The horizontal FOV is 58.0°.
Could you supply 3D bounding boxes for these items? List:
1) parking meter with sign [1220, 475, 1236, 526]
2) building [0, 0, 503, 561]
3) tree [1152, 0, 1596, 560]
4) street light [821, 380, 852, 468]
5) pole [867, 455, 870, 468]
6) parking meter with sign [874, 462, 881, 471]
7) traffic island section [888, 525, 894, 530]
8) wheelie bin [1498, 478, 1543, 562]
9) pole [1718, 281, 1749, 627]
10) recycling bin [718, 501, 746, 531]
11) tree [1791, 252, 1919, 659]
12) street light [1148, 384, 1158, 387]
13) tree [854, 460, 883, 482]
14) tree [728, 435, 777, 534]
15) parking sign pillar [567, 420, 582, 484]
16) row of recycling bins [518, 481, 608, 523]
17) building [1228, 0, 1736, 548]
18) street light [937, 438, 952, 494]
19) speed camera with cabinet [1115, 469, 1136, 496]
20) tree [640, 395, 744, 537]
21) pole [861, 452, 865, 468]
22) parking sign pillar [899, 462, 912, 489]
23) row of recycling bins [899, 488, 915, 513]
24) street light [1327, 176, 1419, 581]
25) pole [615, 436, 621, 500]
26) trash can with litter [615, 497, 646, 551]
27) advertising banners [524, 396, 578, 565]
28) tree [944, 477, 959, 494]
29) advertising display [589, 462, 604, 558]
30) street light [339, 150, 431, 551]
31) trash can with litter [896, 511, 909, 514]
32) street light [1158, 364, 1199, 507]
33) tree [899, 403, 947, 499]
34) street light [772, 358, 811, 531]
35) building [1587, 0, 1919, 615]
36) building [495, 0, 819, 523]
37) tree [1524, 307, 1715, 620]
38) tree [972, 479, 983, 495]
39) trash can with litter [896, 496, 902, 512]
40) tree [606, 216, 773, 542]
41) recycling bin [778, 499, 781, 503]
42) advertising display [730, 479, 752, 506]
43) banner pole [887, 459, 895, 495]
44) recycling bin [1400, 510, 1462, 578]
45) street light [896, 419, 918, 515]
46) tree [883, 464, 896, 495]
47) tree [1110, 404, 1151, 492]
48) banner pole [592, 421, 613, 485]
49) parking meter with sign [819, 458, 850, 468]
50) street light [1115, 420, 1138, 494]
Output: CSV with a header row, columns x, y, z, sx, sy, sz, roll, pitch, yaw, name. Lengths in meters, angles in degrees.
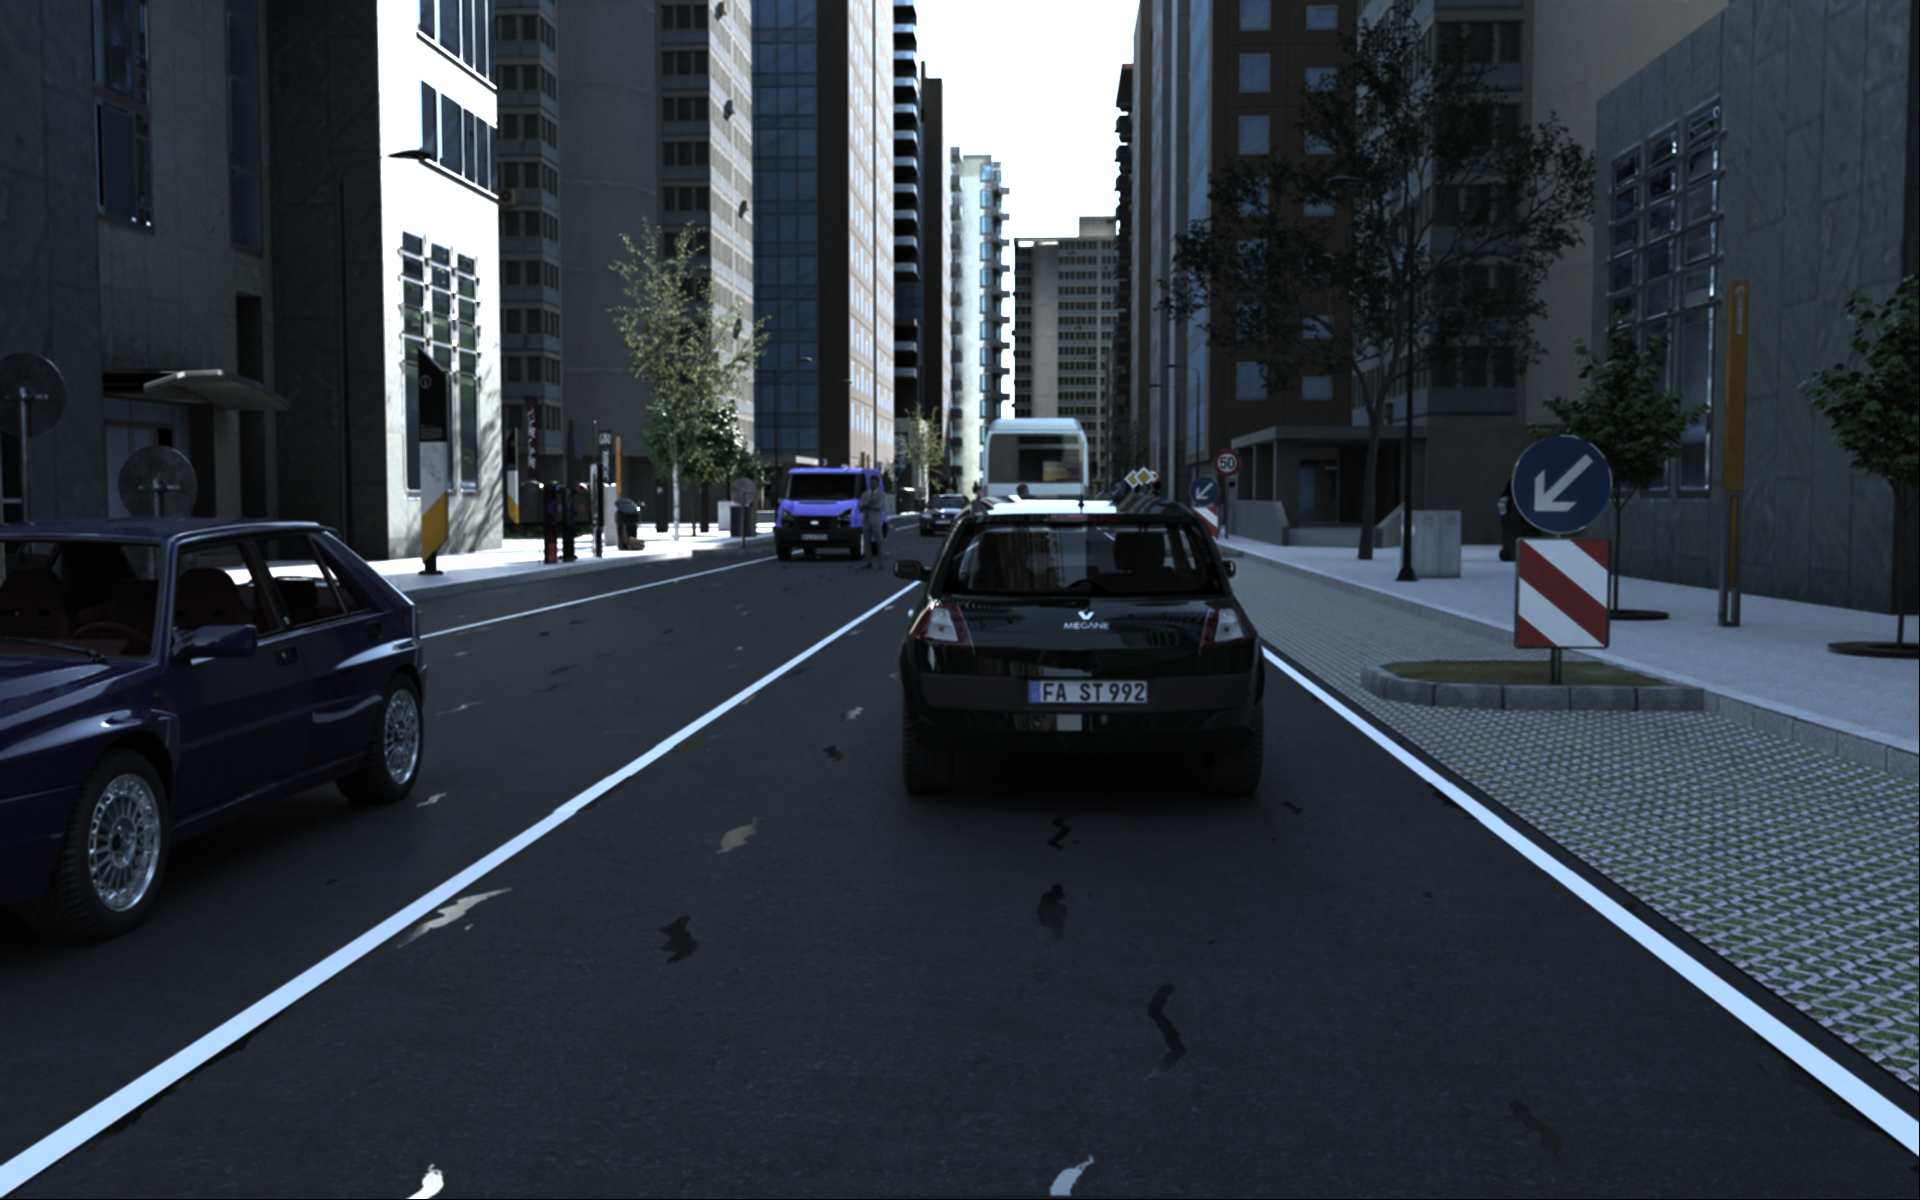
x,y,z,sx,sy,sz,roll,pitch,yaw,name
11.174,-4.506,69.932,1.738,3.016,0.543,3,5,44,parking meter with sign
-20.614,-43.431,22.762,22.319,86.520,31.000,0,4,3,building
7.886,-6.048,33.290,8.767,10.594,7.601,0,4,6,tree
-5.093,-6.010,70.798,1.470,5.913,1.316,0,4,3,street light
-4.761,-5.872,89.852,0.158,3.312,0.155,0,3,0,pole
-5.107,-5.975,93.948,1.738,3.016,0.543,3,4,36,parking meter with sign
-3.784,-2.967,70.792,2.009,0.180,2.903,0,4,3,traffic island section
10.753,-1.534,32.993,0.980,1.594,0.693,-1,4,-19,wheelie bin
7.463,-1.399,16.711,0.158,3.312,0.155,0,3,0,pole
-7.980,-2.938,60.588,0.722,1.027,0.722,2,4,31,recycling bin
7.681,-1.173,13.778,1.663,3.219,1.824,0,3,0,tree
8.631,-6.151,73.111,1.470,5.913,1.316,0,4,3,street light
-5.788,-6.385,98.990,1.663,3.219,1.824,0,3,0,tree
-7.002,-3.759,56.056,1.663,3.219,1.824,0,3,0,tree
-14.112,-4.579,63.343,1.447,3.967,1.447,-1,4,-17,parking sign pillar
-13.045,-3.059,57.136,1.069,1.692,3.534,3,4,39,row of recycling bins
24.364,-21.742,47.370,32.217,40.220,23.993,0,4,3,building
-1.331,-10.391,142.437,1.470,5.913,1.316,0,4,3,street light
12.943,-8.628,135.404,0.660,3.252,2.038,3,5,40,speed camera with cabinet
-7.977,-4.182,52.092,4.285,4.588,4.351,0,3,0,tree
-4.720,-5.515,84.014,0.158,3.312,0.155,0,3,0,pole
-4.558,-9.518,144.083,1.447,3.967,1.447,2,4,34,parking sign pillar
-3.824,-7.027,122.007,1.069,1.692,3.534,0,4,7,row of recycling bins
6.071,-3.237,25.473,1.470,5.913,1.316,0,4,3,street light
-12.057,-4.115,61.120,0.158,3.312,0.155,0,3,0,pole
-7.450,-1.718,39.482,0.624,1.170,1.055,-2,4,-34,trash can with litter
-7.538,-2.184,31.889,0.090,3.025,2.074,1,4,12,advertising banners
-0.657,-11.044,175.176,1.663,3.219,1.824,0,3,0,tree
-7.417,-1.843,35.354,0.123,1.923,0.974,-1,4,-21,advertising display
-7.828,-3.119,23.543,1.470,5.913,1.316,0,4,3,street light
-4.068,-6.319,114.368,2.233,1.210,1.678,-1,4,-15,trash can with litter
7.974,-5.474,62.037,1.470,5.913,1.316,0,4,3,street light
-2.795,-11.428,137.215,4.360,8.622,3.978,0,3,0,tree
-5.778,-5.312,59.388,1.470,5.913,1.316,0,4,3,street light
20.739,-42.658,10.129,22.319,86.520,31.000,0,4,3,building
-23.178,-23.939,83.282,32.217,40.220,23.993,0,4,3,building
6.868,-1.438,18.119,1.663,3.219,1.824,0,3,0,tree
2.000,-13.623,217.329,1.663,3.219,1.824,0,3,0,tree
-4.433,-6.557,118.592,0.624,1.170,1.055,1,4,17,trash can with litter
-7.450,-5.876,46.431,4.360,8.622,3.978,0,3,0,tree
-9.938,-5.266,98.658,0.722,1.027,0.722,3,4,38,recycling bin
-7.829,-3.468,61.910,0.974,1.923,0.123,2,4,35,advertising display
-4.958,-8.167,123.541,0.863,3.779,0.401,-3,5,-40,banner pole
7.267,-0.868,26.747,0.722,1.027,0.722,0,4,-7,recycling bin
-3.270,-8.212,106.804,1.470,5.913,1.316,0,4,3,street light
-4.731,-7.075,110.282,1.663,3.219,1.824,0,3,0,tree
13.993,-11.586,139.786,4.360,8.622,3.978,0,3,0,tree
-12.344,-4.255,59.587,0.863,3.779,0.401,0,4,3,banner pole
-6.053,-5.365,83.973,1.738,3.016,0.543,3,5,42,parking meter with sign
10.576,-8.330,108.744,1.470,5.913,1.316,0,4,3,street light
